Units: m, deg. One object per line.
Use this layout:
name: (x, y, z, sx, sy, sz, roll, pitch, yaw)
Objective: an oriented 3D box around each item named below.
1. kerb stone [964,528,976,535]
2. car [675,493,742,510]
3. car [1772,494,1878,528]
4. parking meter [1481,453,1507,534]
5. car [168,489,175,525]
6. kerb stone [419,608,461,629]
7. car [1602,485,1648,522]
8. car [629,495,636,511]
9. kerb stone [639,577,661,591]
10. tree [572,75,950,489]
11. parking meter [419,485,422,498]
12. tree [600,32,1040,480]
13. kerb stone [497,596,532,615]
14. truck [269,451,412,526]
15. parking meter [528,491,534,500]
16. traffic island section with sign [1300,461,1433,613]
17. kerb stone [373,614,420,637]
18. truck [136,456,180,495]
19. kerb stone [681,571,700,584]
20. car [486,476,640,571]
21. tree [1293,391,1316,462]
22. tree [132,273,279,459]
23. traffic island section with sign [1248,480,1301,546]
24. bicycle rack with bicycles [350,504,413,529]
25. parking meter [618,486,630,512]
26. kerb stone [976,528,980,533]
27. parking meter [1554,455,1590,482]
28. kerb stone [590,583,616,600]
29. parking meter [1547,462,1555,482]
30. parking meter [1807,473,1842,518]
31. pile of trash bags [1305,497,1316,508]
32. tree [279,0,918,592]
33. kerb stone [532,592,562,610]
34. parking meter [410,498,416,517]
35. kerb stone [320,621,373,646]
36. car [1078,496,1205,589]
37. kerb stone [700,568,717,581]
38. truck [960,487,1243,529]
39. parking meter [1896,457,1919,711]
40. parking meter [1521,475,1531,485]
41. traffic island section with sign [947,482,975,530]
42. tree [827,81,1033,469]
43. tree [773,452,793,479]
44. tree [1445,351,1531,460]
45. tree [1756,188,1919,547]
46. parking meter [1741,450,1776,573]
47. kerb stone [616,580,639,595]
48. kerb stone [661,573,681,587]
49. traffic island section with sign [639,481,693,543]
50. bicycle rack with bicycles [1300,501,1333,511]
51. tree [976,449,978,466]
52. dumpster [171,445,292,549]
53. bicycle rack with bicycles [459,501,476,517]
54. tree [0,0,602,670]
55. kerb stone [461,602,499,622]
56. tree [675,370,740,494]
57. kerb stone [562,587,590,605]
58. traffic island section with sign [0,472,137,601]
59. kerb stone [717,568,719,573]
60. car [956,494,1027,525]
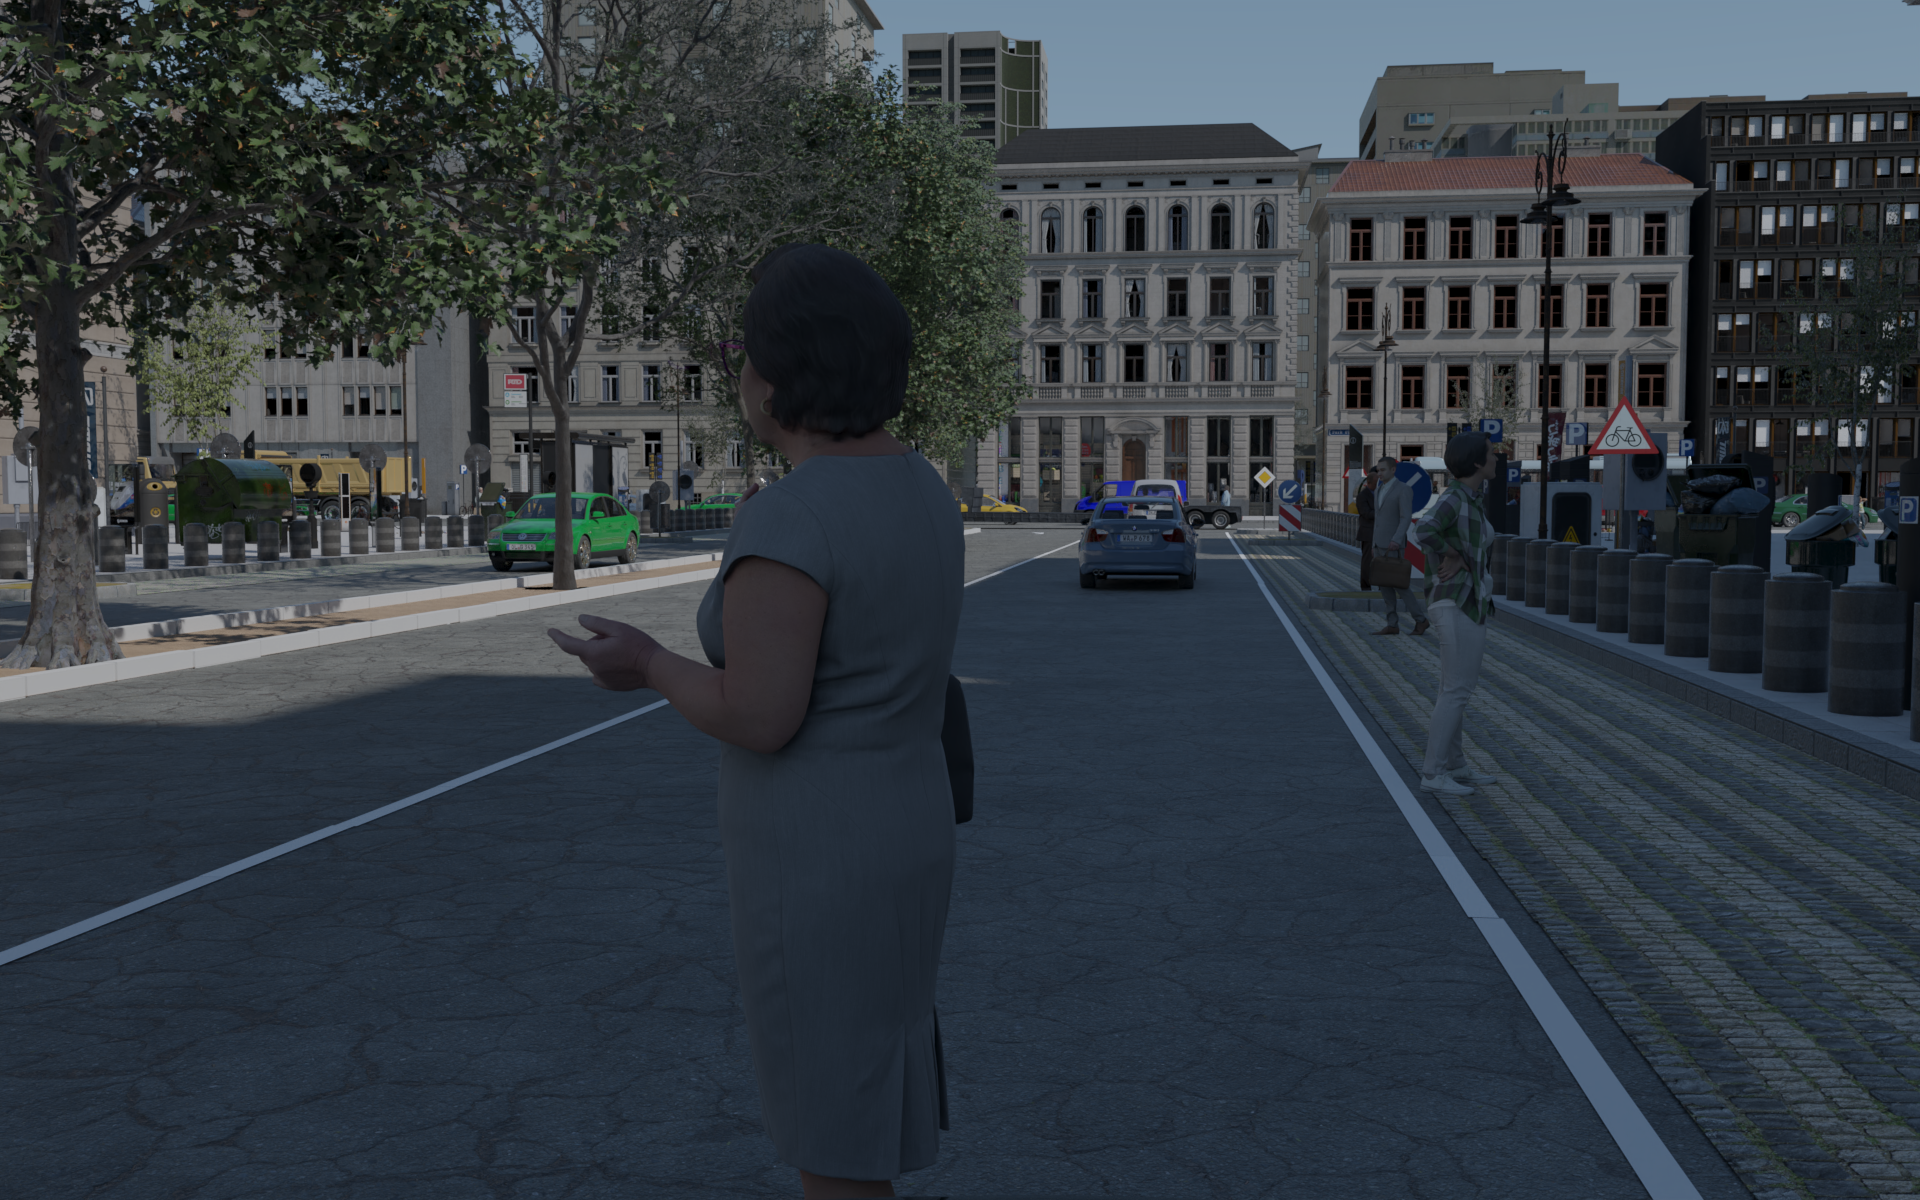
kerb stone: (0.363, -2.470, 62.614, 0.120, 0.150, 1.000, 0, 4, 8)
car: (-10.763, -4.286, 78.868, 4.718, 1.807, 1.959, 1, 4, 9)
car: (37.174, -3.872, 75.113, 4.920, 1.459, 2.131, 0, 4, 7)
parking meter: (7.652, -1.170, 24.842, 0.255, 1.863, 0.399, 0, 4, -3)
car: (-32.074, -3.924, 72.959, 4.718, 1.807, 1.959, 1, 4, 9)
kerb stone: (-5.721, 0.207, 18.818, 0.120, 0.150, 1.000, 0, 4, 8)
car: (27.036, -3.877, 72.059, 5.304, 1.827, 2.281, 1, 4, 9)
car: (-17.077, -4.579, 86.865, 4.499, 1.417, 2.014, 0, 4, 7)
kerb stone: (-4.736, -0.230, 25.953, 0.120, 0.150, 1.000, 0, 4, 8)
tree: (-4.236, -6.072, 36.145, 8.767, 10.594, 7.601, 0, 4, 8)
parking meter: (-32.655, -6.086, 105.214, 0.399, 1.863, 0.255, -1, 4, -13)
tree: (-2.918, -7.676, 44.967, 9.611, 12.733, 9.660, 0, 3, 0)
kerb stone: (-5.437, 0.082, 20.856, 0.120, 0.150, 1.000, 0, 4, 8)
truck: (-29.478, -4.956, 76.952, 9.791, 3.379, 3.469, 1, 4, 9)
parking meter: (-26.035, -5.909, 105.016, 0.372, 1.533, 0.369, 0, 3, 0)
traffic island section with sign: (5.388, -0.805, 21.784, 1.989, 1.847, 2.006, 0, 4, 8)
kerb stone: (-5.863, 0.271, 17.802, 0.120, 0.150, 1.000, 0, 4, 8)
truck: (-43.961, -5.620, 87.807, 9.791, 3.379, 3.469, 0, 4, 6)
kerb stone: (-4.452, -0.354, 27.990, 0.120, 0.150, 1.000, 0, 4, 8)
car: (-7.648, -1.521, 33.673, 1.959, 1.807, 4.718, 0, 4, 7)
tree: (26.822, -14.856, 153.260, 12.009, 13.543, 11.850, 0, 3, 0)
tree: (-21.925, -6.111, 50.274, 4.737, 8.622, 4.395, 0, 3, 0)
traffic island section with sign: (9.084, -2.438, 48.486, 1.989, 1.847, 2.006, 0, 4, 8)
bicycle rack with bicycles: (-21.517, -3.063, 63.467, 2.852, 0.926, 2.925, 2, 4, 28)
parking meter: (-10.926, -2.928, 56.279, 0.372, 1.533, 0.369, 0, 3, 0)
kerb stone: (0.502, -2.535, 63.640, 0.120, 0.150, 1.000, 0, 4, 8)
parking meter: (9.139, -1.230, 25.815, 0.399, 1.863, 0.255, -1, 4, -14)
kerb stone: (-5.015, -0.105, 23.917, 0.120, 0.150, 1.000, 0, 4, 8)
parking meter: (9.476, -1.324, 27.362, 0.399, 1.863, 0.255, 1, 4, 12)
parking meter: (10.370, -0.758, 20.803, 0.372, 1.533, 0.369, 0, 3, 0)
pile of trash bags: (29.178, -8.102, 142.225, 3.447, 1.369, 1.912, 1, 4, 21)
tree: (-5.876, -6.875, 25.233, 12.009, 13.543, 11.850, 0, 3, 0)
kerb stone: (-5.298, 0.020, 21.876, 0.120, 0.150, 1.000, 0, 4, 8)
parking meter: (-30.735, -5.433, 97.243, 0.372, 1.533, 0.369, 0, 3, 0)
kerb stone: (-6.007, 0.332, 16.775, 0.120, 0.150, 1.000, 0, 4, 8)
car: (2.875, -0.950, 27.528, 2.014, 1.417, 4.499, 1, 4, 8)
kerb stone: (-4.309, -0.416, 29.005, 0.120, 0.150, 1.000, 0, 4, 8)
truck: (2.200, -5.015, 71.750, 18.799, 4.110, 2.967, 1, 4, 10)
parking meter: (5.774, -0.115, 10.290, 0.372, 1.533, 0.369, 0, 3, 0)
parking meter: (17.679, -2.965, 54.188, 0.255, 1.863, 0.399, 3, 4, 37)
traffic island section with sign: (-0.354, -3.479, 65.024, 2.006, 1.907, 1.989, 0, 4, 8)
tree: (-2.097, -8.906, 54.724, 9.857, 13.997, 8.962, 0, 3, 0)
tree: (-9.441, -9.203, 100.836, 4.737, 8.622, 4.395, 0, 3, 0)
tree: (27.067, -8.417, 87.986, 4.360, 8.622, 3.978, 0, 3, 0)
tree: (21.936, -5.628, 42.384, 4.360, 8.622, 3.978, 0, 3, 0)
parking meter: (10.626, -1.063, 23.084, 0.399, 1.863, 0.255, 1, 4, 15)
kerb stone: (-4.872, -0.168, 24.937, 0.120, 0.150, 1.000, 0, 4, 8)
kerb stone: (-4.590, -0.289, 26.971, 0.120, 0.150, 1.000, 0, 4, 8)
traffic island section with sign: (-8.956, -2.587, 50.924, 1.989, 1.847, 2.006, 0, 4, 8)
bicycle rack with bicycles: (18.774, -4.877, 93.127, 2.852, 0.926, 2.925, -1, 4, -14)
tree: (5.035, -15.760, 175.794, 7.486, 12.596, 7.792, 0, 3, 0)
dumpster: (-14.373, -1.937, 34.170, 1.502, 2.255, 1.985, 0, 4, 8)
bicycle rack with bicycles: (-26.397, -5.136, 97.360, 2.925, 0.926, 2.852, 3, 5, 43)
tree: (-7.470, -5.798, 14.263, 9.611, 12.733, 9.660, 0, 3, 0)
kerb stone: (-5.572, 0.149, 19.840, 0.120, 0.150, 1.000, 0, 4, 8)
tree: (-13.368, -8.886, 95.644, 4.360, 8.622, 3.978, 0, 3, 0)
kerb stone: (-5.156, -0.043, 22.902, 0.120, 0.150, 1.000, 0, 4, 8)
traffic island section with sign: (-12.679, -0.947, 24.112, 1.989, 1.847, 2.006, 0, 4, 8)
kerb stone: (-4.166, -0.477, 30.030, 0.120, 0.150, 1.000, 0, 4, 8)
car: (1.202, -4.323, 80.902, 3.980, 1.641, 2.015, 0, 4, 8)
